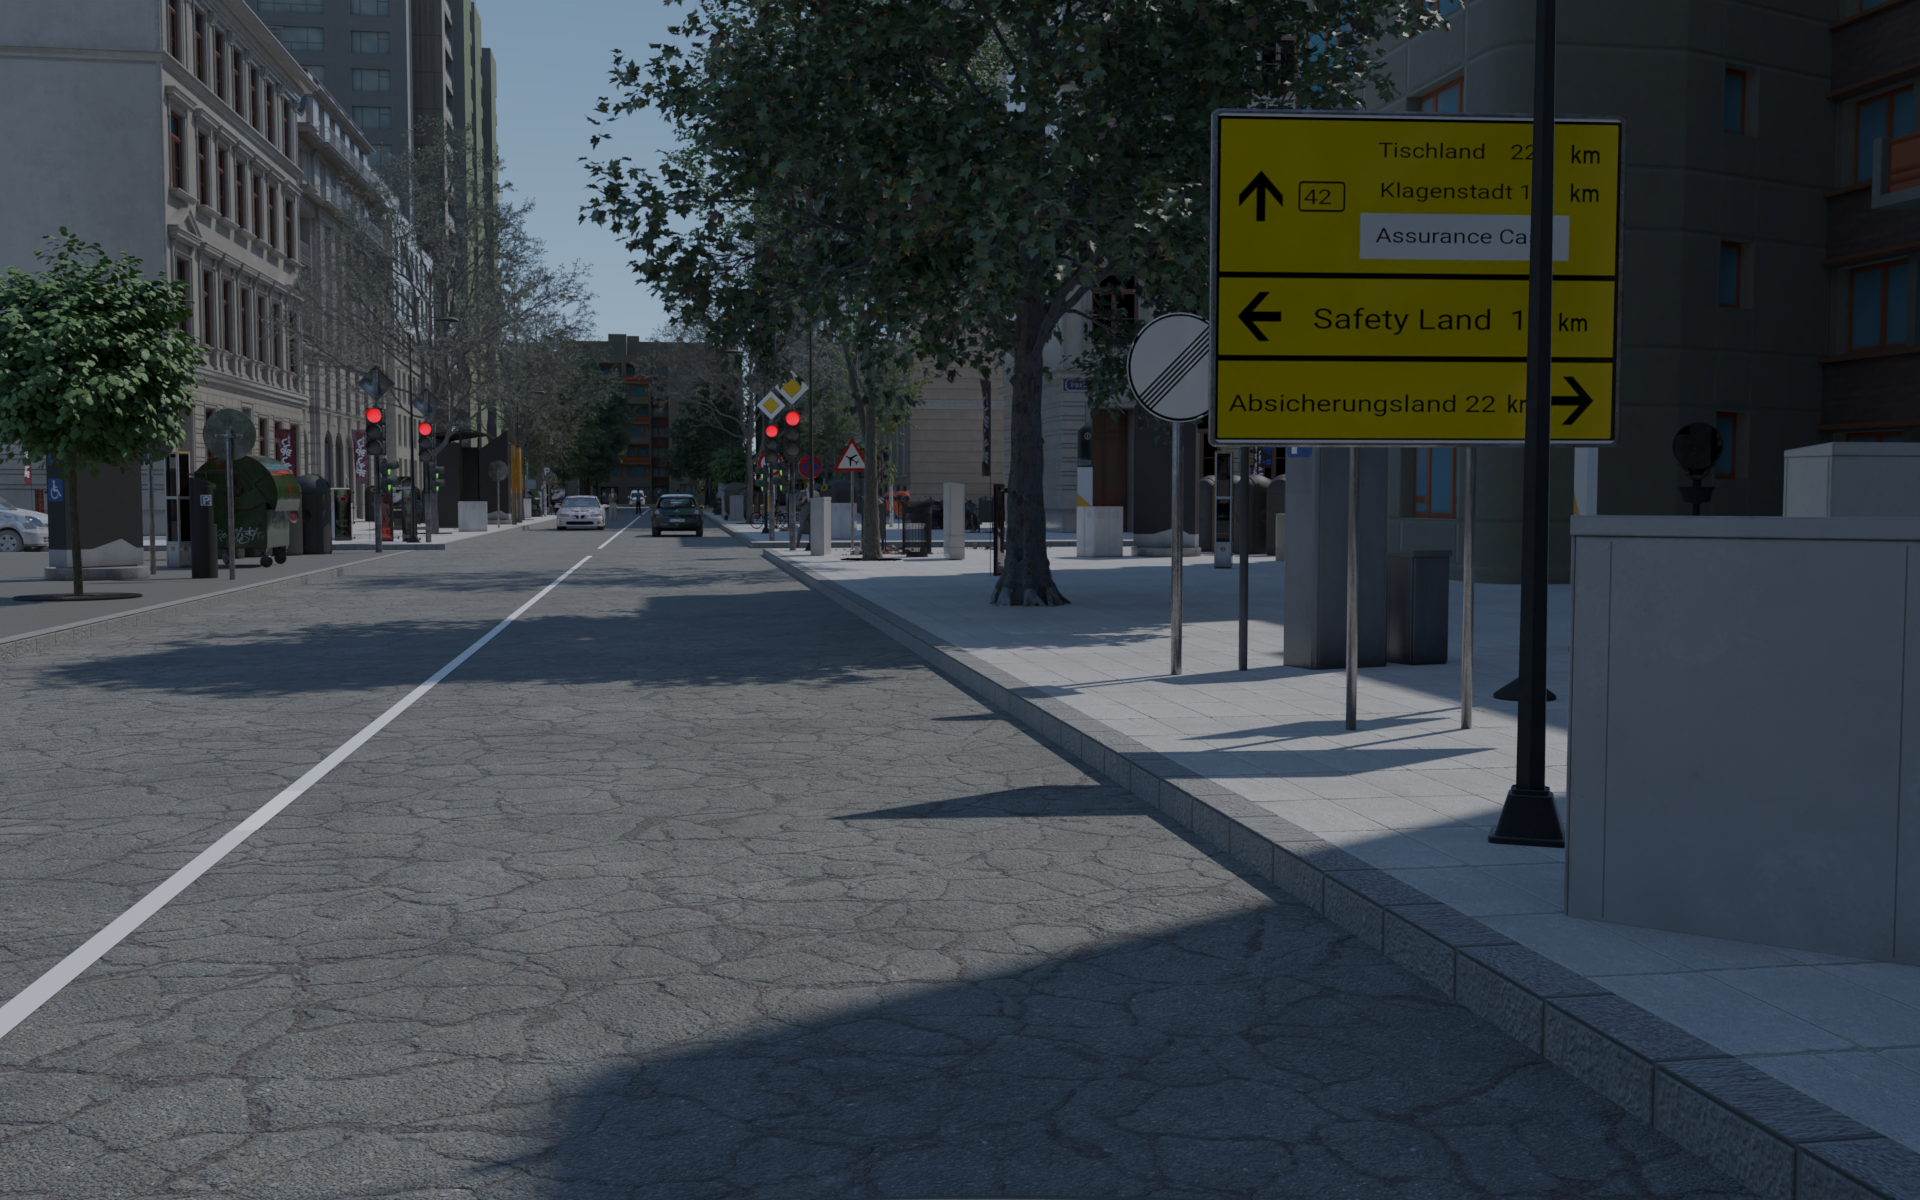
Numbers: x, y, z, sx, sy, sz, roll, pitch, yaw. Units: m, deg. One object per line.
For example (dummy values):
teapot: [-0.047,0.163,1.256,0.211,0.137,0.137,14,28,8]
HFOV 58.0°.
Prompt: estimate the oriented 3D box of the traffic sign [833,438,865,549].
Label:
traffic sign: [-2.498,-2.453,40.114,0.884,2.594,0.081,0,4,-4]

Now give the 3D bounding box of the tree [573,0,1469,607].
tree: [0.787,-6.282,19.718,9.611,12.733,9.660,0,3,0]

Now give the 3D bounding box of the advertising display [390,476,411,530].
advertising display: [-20.302,-3.512,62.641,0.974,1.923,0.123,-1,4,-8]

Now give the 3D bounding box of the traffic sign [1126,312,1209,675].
traffic sign: [1.538,-0.742,12.240,0.768,2.556,0.104,0,4,-8]

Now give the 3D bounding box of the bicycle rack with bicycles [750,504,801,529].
bicycle rack with bicycles: [-6.336,-3.098,64.039,2.925,0.926,2.852,-1,4,-20]

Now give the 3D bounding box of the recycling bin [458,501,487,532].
recycling bin: [-16.640,-2.850,59.151,0.722,1.027,0.722,3,5,41]

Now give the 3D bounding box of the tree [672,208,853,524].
tree: [-8.842,-9.980,73.535,12.009,13.543,11.850,0,3,0]

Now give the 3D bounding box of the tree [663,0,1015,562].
tree: [-1.874,-6.562,33.040,9.928,11.665,9.643,0,3,0]

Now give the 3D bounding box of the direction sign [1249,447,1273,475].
direction sign: [8.860,-3.643,51.562,0.876,3.537,0.379,2,4,24]

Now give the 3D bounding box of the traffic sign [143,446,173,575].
traffic sign: [-12.870,-1.679,27.557,0.768,2.556,0.104,0,4,-6]

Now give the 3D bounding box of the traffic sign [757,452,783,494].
traffic sign: [-5.577,-3.115,51.031,0.768,2.556,0.104,0,4,0]

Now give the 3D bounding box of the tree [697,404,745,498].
tree: [-19.224,-11.466,137.833,4.360,8.622,3.978,0,3,0]

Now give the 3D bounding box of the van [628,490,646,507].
van: [-36.196,-11.449,194.206,2.013,2.044,4.112,-1,4,-10]

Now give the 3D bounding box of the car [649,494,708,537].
car: [-9.668,-3.034,59.384,2.009,1.686,4.222,0,4,-8]

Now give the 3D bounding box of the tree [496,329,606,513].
tree: [-27.474,-12.220,117.928,7.486,12.596,7.792,0,3,0]

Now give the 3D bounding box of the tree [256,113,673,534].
tree: [-16.773,-8.862,55.258,12.009,13.543,11.850,0,3,0]

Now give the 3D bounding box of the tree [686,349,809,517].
tree: [-11.667,-9.906,96.367,7.601,10.594,8.767,-1,4,-11]

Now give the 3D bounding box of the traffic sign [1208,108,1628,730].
traffic sign: [2.451,-0.946,9.343,2.265,3.308,0.079,0,4,-4]

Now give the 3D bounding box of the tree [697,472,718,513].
tree: [-16.403,-7.509,117.366,1.663,3.219,1.824,0,3,0]

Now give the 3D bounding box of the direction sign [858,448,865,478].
direction sign: [-4.617,-5.694,85.088,0.876,3.537,0.379,-3,4,-37]

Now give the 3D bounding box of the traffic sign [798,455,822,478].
traffic sign: [-4.890,-3.452,56.546,0.768,2.556,0.104,0,4,-5]

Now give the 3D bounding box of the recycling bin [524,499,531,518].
recycling bin: [-23.312,-4.866,92.113,0.722,1.027,0.722,2,4,33]

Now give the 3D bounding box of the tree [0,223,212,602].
tree: [-10.855,-2.300,21.312,4.285,4.588,4.351,0,3,0]

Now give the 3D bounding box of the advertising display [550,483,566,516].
advertising display: [-24.050,-6.016,103.570,0.974,1.923,0.123,-3,5,-39]

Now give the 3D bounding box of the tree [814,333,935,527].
tree: [-2.883,-7.116,66.715,4.737,8.622,4.395,0,3,0]

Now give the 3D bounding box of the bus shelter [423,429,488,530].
bus shelter: [-19.050,-4.549,65.653,1.731,3.624,6.357,-1,4,-10]

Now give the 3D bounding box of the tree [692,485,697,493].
tree: [-28.070,-11.716,186.160,1.663,3.219,1.824,0,3,0]

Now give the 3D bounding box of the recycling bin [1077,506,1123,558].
recycling bin: [2.853,-1.395,35.366,0.722,1.027,0.722,-2,4,-26]

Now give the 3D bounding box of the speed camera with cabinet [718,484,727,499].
speed camera with cabinet: [-14.584,-7.190,111.890,2.038,3.252,0.660,1,4,19]

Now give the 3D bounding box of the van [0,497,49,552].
van: [-23.360,-2.050,40.537,4.112,2.044,2.013,0,4,-8]

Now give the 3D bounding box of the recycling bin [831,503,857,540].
recycling bin: [-3.313,-2.229,48.995,0.722,1.027,0.722,0,4,4]

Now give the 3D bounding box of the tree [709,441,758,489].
tree: [-13.430,-7.347,103.833,4.285,4.588,4.351,0,3,0]

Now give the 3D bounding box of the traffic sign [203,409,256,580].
traffic sign: [-10.902,-1.576,25.875,0.768,2.556,0.104,0,4,-7]

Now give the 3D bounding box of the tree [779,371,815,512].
tree: [-6.860,-8.431,88.216,4.737,8.622,4.395,0,3,0]

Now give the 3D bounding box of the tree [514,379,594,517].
tree: [-23.237,-9.018,97.803,4.360,8.622,3.978,0,3,0]

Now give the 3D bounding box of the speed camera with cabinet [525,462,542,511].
speed camera with cabinet: [-26.404,-6.905,107.231,0.660,3.252,2.038,-2,4,-28]

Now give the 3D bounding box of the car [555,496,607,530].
car: [-15.345,-3.539,70.230,2.083,1.381,4.827,-1,4,-10]

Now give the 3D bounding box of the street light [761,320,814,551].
street light: [-3.881,-4.054,38.826,1.470,5.913,1.316,-1,4,-10]

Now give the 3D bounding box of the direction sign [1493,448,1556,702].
direction sign: [3.543,-1.148,10.763,0.876,3.537,0.379,-1,4,-11]

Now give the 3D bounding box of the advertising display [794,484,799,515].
advertising display: [-10.157,-6.207,106.698,0.123,1.923,0.974,1,4,19]

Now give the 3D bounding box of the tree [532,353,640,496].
tree: [-34.705,-15.566,161.158,9.857,13.997,8.962,0,3,0]

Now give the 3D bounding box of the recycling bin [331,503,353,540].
recycling bin: [-17.460,-2.190,48.353,0.722,1.027,0.722,1,4,16]

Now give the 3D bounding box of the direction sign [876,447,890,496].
direction sign: [-3.816,-5.628,84.016,0.876,3.537,0.379,1,4,11]

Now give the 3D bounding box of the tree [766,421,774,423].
tree: [-10.518,-9.865,111.662,4.737,8.622,4.395,0,3,0]
